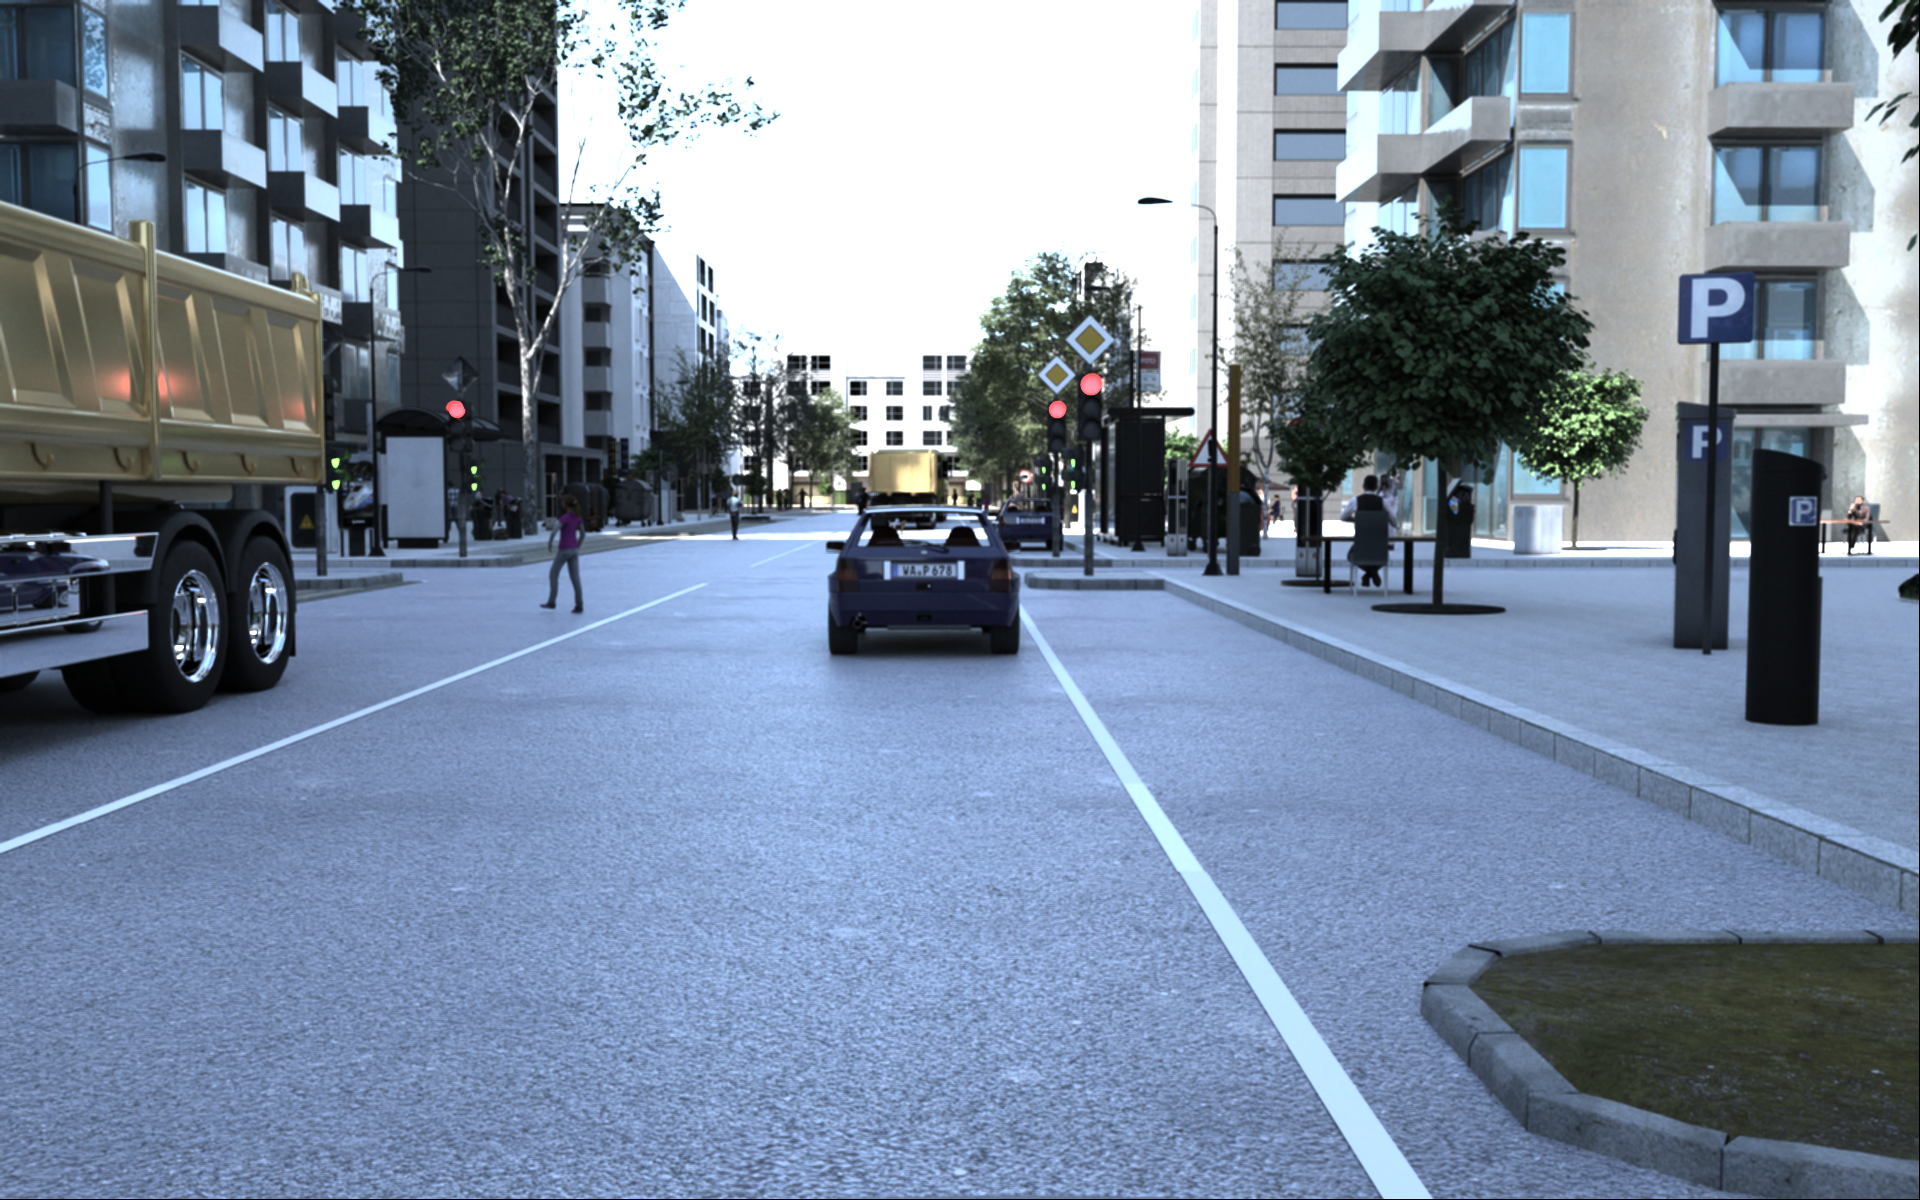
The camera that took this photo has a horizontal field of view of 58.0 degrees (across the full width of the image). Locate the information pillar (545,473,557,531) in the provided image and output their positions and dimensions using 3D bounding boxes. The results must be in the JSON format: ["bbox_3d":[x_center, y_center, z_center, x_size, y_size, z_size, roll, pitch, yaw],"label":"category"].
[{"bbox_3d":[-14.423,-3.459,61.049,0.304,2.012,0.304,1,4,9],"label":"information pillar"}]

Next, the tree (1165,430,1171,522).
[{"bbox_3d":[9.873,-5.836,79.139,4.285,4.588,4.351,0,3,0],"label":"tree"}]

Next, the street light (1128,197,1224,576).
[{"bbox_3d":[3.462,-3.344,27.217,1.470,5.913,1.316,0,4,-1],"label":"street light"}]

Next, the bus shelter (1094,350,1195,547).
[{"bbox_3d":[4.574,-4.182,46.016,2.179,5.291,8.768,0,4,-1],"label":"bus shelter"}]

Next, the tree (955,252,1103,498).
[{"bbox_3d":[3.493,-9.996,81.569,7.486,12.596,7.792,0,3,0],"label":"tree"}]

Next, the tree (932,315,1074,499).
[{"bbox_3d":[3.399,-12.670,117.517,12.009,13.543,11.850,0,3,0],"label":"tree"}]

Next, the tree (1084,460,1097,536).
[{"bbox_3d":[4.508,-3.614,53.698,1.663,3.219,1.824,0,3,0],"label":"tree"}]

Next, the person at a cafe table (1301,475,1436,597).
[{"bbox_3d":[5.261,-0.841,22.260,1.698,1.524,1.622,1,4,11],"label":"person at a cafe table"}]

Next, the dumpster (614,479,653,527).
[{"bbox_3d":[-12.846,-3.812,68.092,1.264,1.857,1.865,0,4,0],"label":"dumpster"}]

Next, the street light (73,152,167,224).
[{"bbox_3d":[-11.469,-3.126,23.659,1.470,5.913,1.316,0,4,-1],"label":"street light"}]

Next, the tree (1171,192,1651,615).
[{"bbox_3d":[5.240,-2.153,18.913,4.285,4.588,4.351,0,3,0],"label":"tree"}]

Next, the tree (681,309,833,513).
[{"bbox_3d":[-13.390,-12.529,115.224,12.009,13.543,11.850,0,3,0],"label":"tree"}]

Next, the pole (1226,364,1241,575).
[{"bbox_3d":[4.324,-2.050,27.362,0.158,3.312,0.155,0,3,0],"label":"pole"}]

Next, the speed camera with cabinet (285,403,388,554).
[{"bbox_3d":[-13.503,-2.639,37.481,2.038,3.252,0.660,0,4,-4],"label":"speed camera with cabinet"}]

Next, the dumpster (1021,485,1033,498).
[{"bbox_3d":[4.456,-6.365,109.828,1.264,1.857,1.865,0,4,-1],"label":"dumpster"}]

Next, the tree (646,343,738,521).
[{"bbox_3d":[-12.871,-8.152,83.651,4.737,8.622,4.395,0,3,0],"label":"tree"}]

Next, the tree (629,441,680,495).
[{"bbox_3d":[-18.896,-7.516,106.592,4.285,4.588,4.351,0,3,0],"label":"tree"}]

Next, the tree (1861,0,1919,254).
[{"bbox_3d":[4.791,-1.333,5.510,4.285,4.588,4.351,0,3,0],"label":"tree"}]

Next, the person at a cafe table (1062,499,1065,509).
[{"bbox_3d":[5.674,-4.325,81.582,1.726,1.238,1.698,-1,4,-21],"label":"person at a cafe table"}]

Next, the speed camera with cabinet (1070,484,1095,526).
[{"bbox_3d":[5.168,-4.605,69.631,0.660,3.252,2.038,-2,4,-33],"label":"speed camera with cabinet"}]

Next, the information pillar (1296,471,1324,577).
[{"bbox_3d":[5.403,-1.361,26.747,0.304,2.012,0.304,-2,4,-24],"label":"information pillar"}]

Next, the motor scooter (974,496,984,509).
[{"bbox_3d":[1.429,-7.177,130.126,0.815,1.314,1.986,0,4,-1],"label":"motor scooter"}]

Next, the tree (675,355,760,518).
[{"bbox_3d":[-13.138,-8.695,92.531,4.360,8.622,3.978,0,3,0],"label":"tree"}]

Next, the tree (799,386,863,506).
[{"bbox_3d":[-13.861,-16.147,182.129,7.486,12.596,7.792,0,3,0],"label":"tree"}]

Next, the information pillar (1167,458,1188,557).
[{"bbox_3d":[4.480,-1.908,35.693,0.304,2.012,0.304,-3,4,-39],"label":"information pillar"}]

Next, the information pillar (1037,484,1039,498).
[{"bbox_3d":[4.148,-5.139,88.519,0.304,2.012,0.304,-1,4,-21],"label":"information pillar"}]

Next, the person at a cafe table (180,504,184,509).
[{"bbox_3d":[-17.017,-1.797,37.895,1.622,1.524,1.698,0,4,7],"label":"person at a cafe table"}]

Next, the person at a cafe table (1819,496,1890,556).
[{"bbox_3d":[18.893,-1.592,36.886,1.726,1.238,1.698,-2,4,-31],"label":"person at a cafe table"}]

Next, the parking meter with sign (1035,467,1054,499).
[{"bbox_3d":[5.201,-6.418,101.190,1.738,3.016,0.543,1,4,16],"label":"parking meter with sign"}]

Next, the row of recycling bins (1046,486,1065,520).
[{"bbox_3d":[4.720,-4.804,85.658,1.069,1.692,3.534,0,4,3],"label":"row of recycling bins"}]

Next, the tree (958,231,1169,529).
[{"bbox_3d":[3.709,-7.834,62.490,8.767,10.594,7.601,2,4,32],"label":"tree"}]

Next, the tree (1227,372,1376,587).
[{"bbox_3d":[4.980,-1.824,24.422,1.663,3.219,1.824,0,3,0],"label":"tree"}]

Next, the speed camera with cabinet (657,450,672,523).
[{"bbox_3d":[-13.254,-5.105,77.804,0.660,3.252,2.038,-1,4,-10],"label":"speed camera with cabinet"}]

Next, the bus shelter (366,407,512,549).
[{"bbox_3d":[-12.843,-3.012,43.162,2.014,3.302,5.546,0,4,0],"label":"bus shelter"}]

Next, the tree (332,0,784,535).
[{"bbox_3d":[-12.262,-12.032,52.618,12.611,20.169,13.585,0,3,0],"label":"tree"}]

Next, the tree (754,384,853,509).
[{"bbox_3d":[-13.982,-12.895,145.245,7.601,10.594,8.767,2,4,25],"label":"tree"}]

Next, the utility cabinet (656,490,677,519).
[{"bbox_3d":[-14.699,-4.808,87.291,1.173,1.500,0.318,-2,4,-33],"label":"utility cabinet"}]

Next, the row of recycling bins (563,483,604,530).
[{"bbox_3d":[-13.787,-3.436,63.295,1.069,1.692,3.534,0,4,1],"label":"row of recycling bins"}]

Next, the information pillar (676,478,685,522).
[{"bbox_3d":[-13.074,-4.680,81.013,0.304,2.012,0.304,1,4,13],"label":"information pillar"}]

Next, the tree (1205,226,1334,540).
[{"bbox_3d":[8.748,-6.015,48.703,4.360,8.622,3.978,0,3,0],"label":"tree"}]

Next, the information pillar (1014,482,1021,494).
[{"bbox_3d":[3.474,-6.118,104.517,0.304,2.012,0.304,-3,5,-42],"label":"information pillar"}]

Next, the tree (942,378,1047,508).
[{"bbox_3d":[3.464,-16.252,172.378,9.857,13.997,8.962,0,3,0],"label":"tree"}]

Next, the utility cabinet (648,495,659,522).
[{"bbox_3d":[-14.130,-4.238,80.448,0.306,1.237,1.020,1,4,17],"label":"utility cabinet"}]

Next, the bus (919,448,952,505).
[{"bbox_3d":[-1.962,-6.182,92.630,2.896,3.916,12.252,0,4,1],"label":"bus"}]

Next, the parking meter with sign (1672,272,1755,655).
[{"bbox_3d":[6.270,-1.118,14.540,0.543,3.016,1.738,1,4,21],"label":"parking meter with sign"}]

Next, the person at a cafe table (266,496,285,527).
[{"bbox_3d":[-18.902,-2.342,49.153,1.698,1.238,1.726,1,4,23],"label":"person at a cafe table"}]

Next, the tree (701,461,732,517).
[{"bbox_3d":[-13.738,-6.379,98.894,1.663,3.219,1.824,0,3,0],"label":"tree"}]

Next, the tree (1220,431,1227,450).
[{"bbox_3d":[8.168,-3.570,52.979,1.663,3.219,1.824,0,3,0],"label":"tree"}]

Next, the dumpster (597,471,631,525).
[{"bbox_3d":[-14.444,-4.281,72.480,1.502,2.255,1.985,0,4,0],"label":"dumpster"}]
